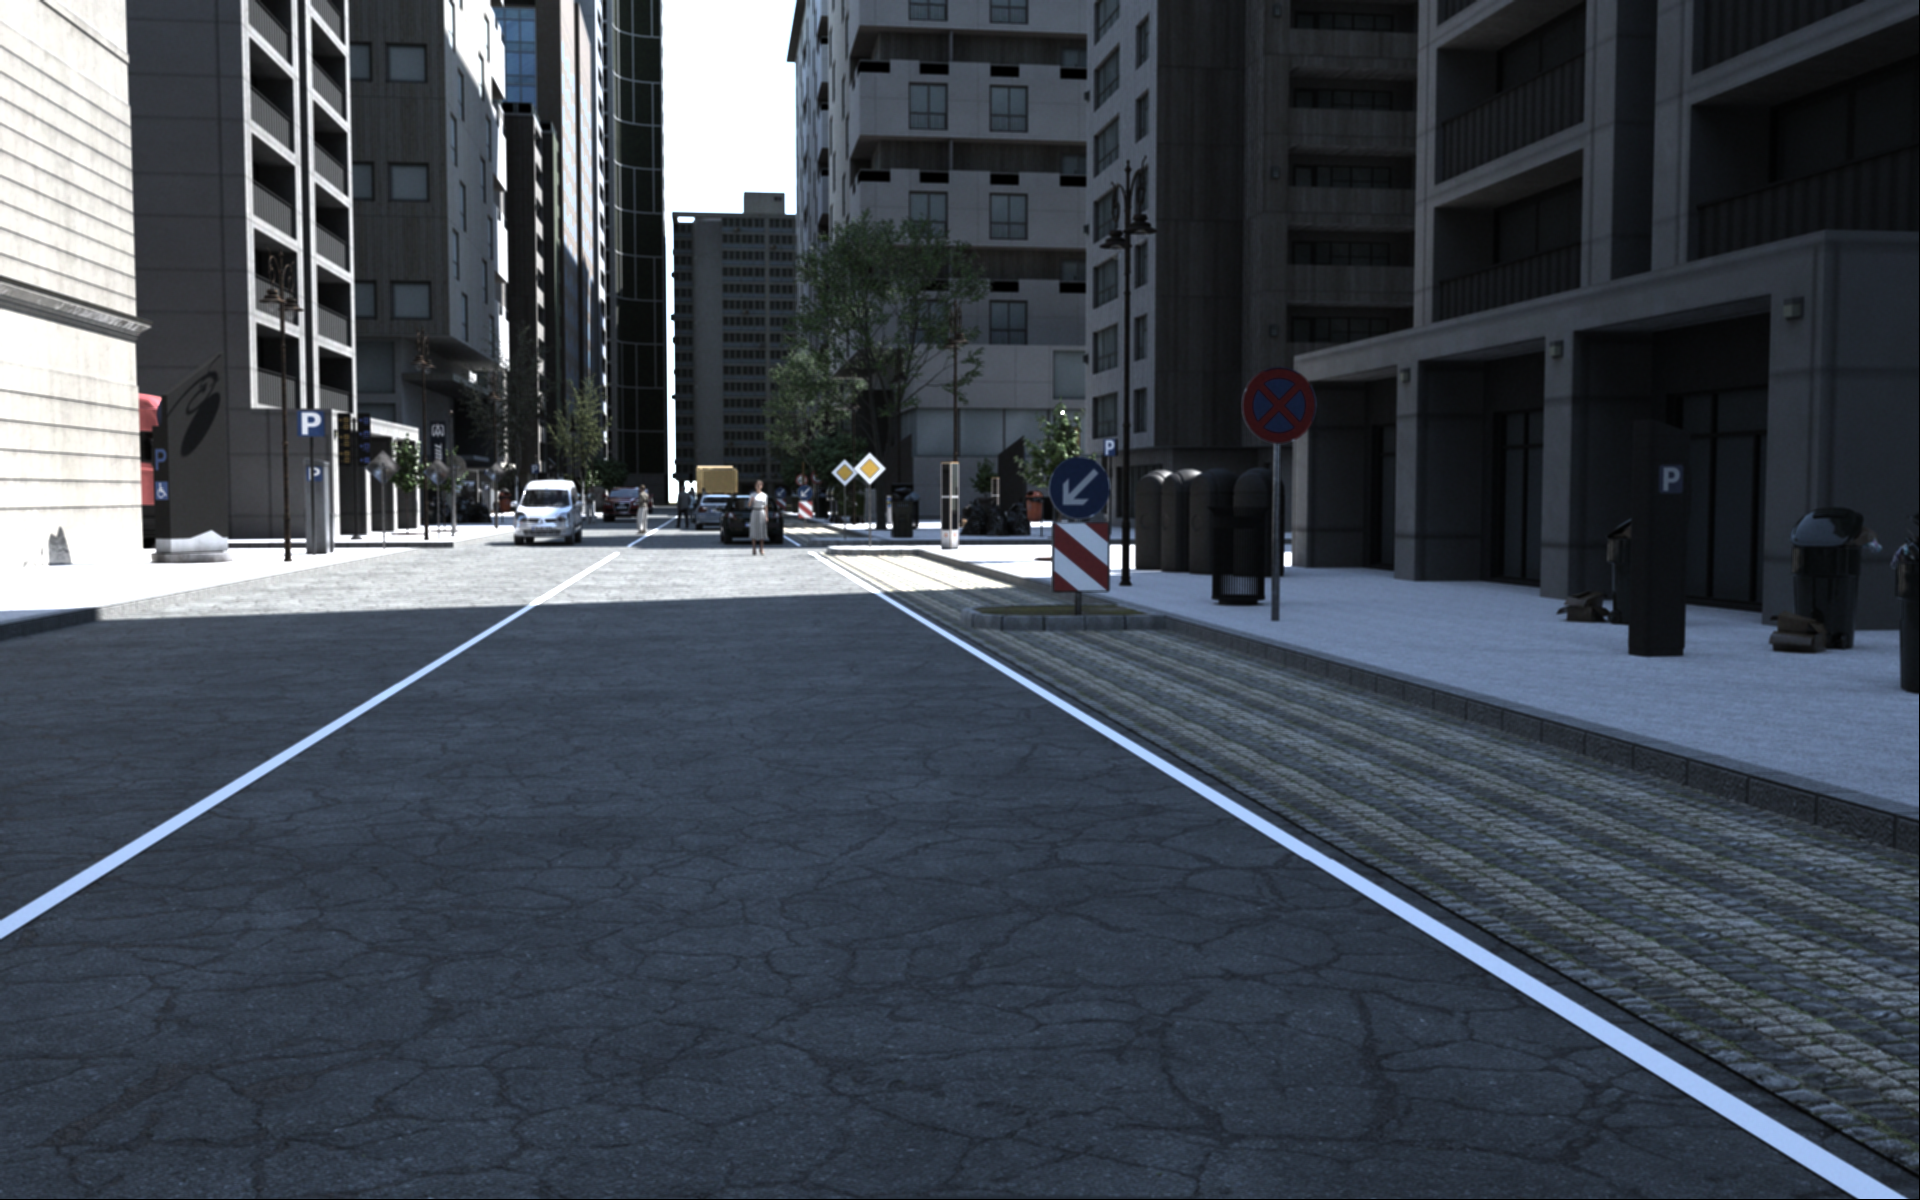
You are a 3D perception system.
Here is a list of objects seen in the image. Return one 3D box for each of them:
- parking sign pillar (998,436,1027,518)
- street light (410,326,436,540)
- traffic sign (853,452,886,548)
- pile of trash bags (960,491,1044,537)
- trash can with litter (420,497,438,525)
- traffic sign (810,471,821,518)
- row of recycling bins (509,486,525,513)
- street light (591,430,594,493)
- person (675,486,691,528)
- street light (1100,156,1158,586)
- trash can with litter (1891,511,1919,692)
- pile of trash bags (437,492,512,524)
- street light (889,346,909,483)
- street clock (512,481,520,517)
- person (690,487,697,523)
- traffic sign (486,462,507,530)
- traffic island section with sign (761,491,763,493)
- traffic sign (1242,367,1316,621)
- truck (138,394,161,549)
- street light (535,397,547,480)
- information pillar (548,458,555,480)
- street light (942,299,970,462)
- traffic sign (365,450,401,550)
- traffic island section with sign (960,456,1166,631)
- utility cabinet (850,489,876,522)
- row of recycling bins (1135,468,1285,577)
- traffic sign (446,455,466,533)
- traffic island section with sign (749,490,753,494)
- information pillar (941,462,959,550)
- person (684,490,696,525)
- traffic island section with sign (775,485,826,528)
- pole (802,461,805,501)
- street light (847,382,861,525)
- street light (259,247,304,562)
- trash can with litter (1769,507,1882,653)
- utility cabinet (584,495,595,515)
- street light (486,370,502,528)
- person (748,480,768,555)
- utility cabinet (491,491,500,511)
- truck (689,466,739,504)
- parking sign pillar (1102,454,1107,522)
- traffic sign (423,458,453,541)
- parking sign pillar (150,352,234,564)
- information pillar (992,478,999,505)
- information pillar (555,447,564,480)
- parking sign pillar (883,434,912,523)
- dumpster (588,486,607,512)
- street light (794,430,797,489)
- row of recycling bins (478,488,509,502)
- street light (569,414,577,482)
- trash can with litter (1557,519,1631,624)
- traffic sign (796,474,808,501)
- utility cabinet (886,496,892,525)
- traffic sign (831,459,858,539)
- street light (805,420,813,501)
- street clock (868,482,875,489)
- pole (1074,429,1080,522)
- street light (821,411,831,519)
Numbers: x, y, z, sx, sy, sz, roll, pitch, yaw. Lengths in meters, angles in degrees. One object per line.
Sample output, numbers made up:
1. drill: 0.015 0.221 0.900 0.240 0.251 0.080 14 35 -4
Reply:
1. parking sign pillar: 2.437 -5.631 80.531 1.447 3.967 1.447 2 4 26
2. street light: -14.775 -4.587 47.793 0.468 5.910 1.993 0 4 -8
3. traffic sign: -2.152 -2.304 41.318 0.795 2.450 0.064 0 4 -8
4. pile of trash bags: 1.501 -2.659 53.225 1.912 1.369 3.447 -2 4 -33
5. trash can with litter: -22.422 -3.748 72.674 1.055 1.170 0.624 1 4 11
6. traffic sign: -7.515 -5.593 91.559 0.768 2.556 0.104 0 4 -3
7. row of recycling bins: -21.770 -5.061 89.860 3.534 1.692 1.069 3 5 40
8. street light: -24.475 -8.711 115.205 0.468 5.910 1.993 0 4 -8
9. person: -11.725 -3.934 73.218 0.661 1.777 0.834 -3 4 -38
10. street light: 2.324 -3.140 24.122 0.468 5.910 1.993 0 4 -8
11. trash can with litter: 6.586 0.016 11.132 1.055 1.170 0.624 2 4 25
12. pile of trash bags: -21.428 -4.097 76.742 3.447 1.369 1.912 -3 5 -44
13. street light: -1.903 -4.980 54.204 0.468 5.910 1.993 0 4 -8
14. street clock: -24.049 -5.465 93.917 0.358 2.002 0.471 -3 5 -42
15. person: -13.162 -4.705 85.613 0.473 1.802 0.592 2 4 24
16. traffic sign: -16.683 -3.742 62.370 0.795 2.450 0.064 0 4 -3
17. traffic island section with sign: -10.601 -5.655 101.079 1.989 1.847 2.006 0 4 -8
18. traffic sign: 3.197 -1.063 17.485 0.768 2.556 0.104 0 4 -7
19. truck: -23.587 -3.200 41.232 11.283 4.237 2.839 -1 4 -8
20. street light: -19.586 -6.627 81.144 0.468 5.910 1.993 0 4 -8
21. information pillar: -26.611 -7.443 113.055 0.504 3.616 0.183 0 4 8
22. street light: -0.109 -4.184 41.203 0.468 5.910 1.993 0 4 -8
23. traffic sign: -13.239 -2.210 39.772 0.795 2.450 0.064 0 4 -8
24. traffic island section with sign: 1.048 -0.633 18.973 1.989 1.847 2.006 0 4 -8
25. utility cabinet: -4.429 -4.302 79.014 1.173 1.500 0.318 -1 4 -15
26. row of recycling bins: 4.012 -1.293 28.257 1.069 1.692 3.534 -2 4 -28
27. traffic sign: -16.505 -3.453 56.560 0.768 2.556 0.104 0 4 -4
28. traffic island section with sign: -21.366 -10.300 177.034 1.989 1.847 2.006 0 4 -8
29. information pillar: -0.234 -2.172 40.007 0.304 2.012 0.304 3 4 39
30. person: -12.562 -4.298 80.584 0.589 1.601 0.330 -3 4 -36
31. traffic island section with sign: -6.746 -3.990 73.871 1.989 1.847 2.006 0 4 -8
32. pole: -9.779 -6.992 108.161 0.158 3.312 0.155 0 3 0
33. street light: -4.392 -6.049 71.685 0.468 5.910 1.993 0 4 -8
34. street light: -12.734 -3.661 32.641 0.468 5.910 1.993 0 4 -8
35. trash can with litter: 7.116 -0.177 14.282 0.624 1.170 1.055 3 5 43
36. utility cabinet: -23.116 -5.926 108.055 0.306 1.237 1.020 1 4 14
37. street light: -17.320 -5.612 64.548 0.468 5.910 1.993 0 4 -8
38. person: -4.733 -1.933 40.680 0.480 1.755 0.524 -1 4 -22
39. utility cabinet: -31.572 -6.636 117.178 1.173 1.500 0.318 3 4 37
40. truck: -16.659 -7.479 118.199 3.469 3.379 9.791 -1 4 -10
41. parking sign pillar: 6.575 -5.129 72.334 1.447 3.967 1.447 2 4 35
42. traffic sign: -14.360 -2.693 47.678 0.795 2.450 0.064 0 4 -8
43. parking sign pillar: -14.454 -2.693 32.511 1.447 3.967 1.447 2 4 26
44. information pillar: 1.584 -4.466 77.508 0.304 2.012 0.304 1 4 12
45. information pillar: -19.778 -5.789 86.000 0.183 3.616 0.504 0 4 6
46. parking sign pillar: -2.827 -5.434 77.316 1.447 3.967 1.447 -1 4 -18
47. dumpster: -25.234 -7.006 120.300 1.264 1.857 1.865 0 4 -8
48. street light: -11.685 -9.185 122.961 0.468 5.910 1.993 0 4 -8
49. row of recycling bins: -32.958 -6.906 120.022 3.534 1.692 1.069 0 4 -2
50. street light: -21.964 -7.683 98.406 0.468 5.910 1.993 0 4 -8
51. trash can with litter: 6.485 -0.357 17.217 1.055 1.170 0.624 3 5 41
52. traffic sign: -9.998 -6.686 109.429 0.768 2.556 0.104 0 4 -5
53. utility cabinet: -2.939 -3.805 73.368 0.306 1.237 1.020 0 4 -5
54. traffic sign: -3.274 -2.788 49.224 0.795 2.450 0.064 0 4 -8
55. street light: -9.197 -8.130 105.705 0.468 5.910 1.993 0 4 -8
56. street clock: -4.329 -4.895 84.608 0.358 2.002 0.471 1 4 11
57. pole: 3.543 -3.588 52.500 0.158 3.312 0.155 0 3 0
58. street light: -6.829 -7.081 88.562 0.468 5.910 1.993 0 4 -8
